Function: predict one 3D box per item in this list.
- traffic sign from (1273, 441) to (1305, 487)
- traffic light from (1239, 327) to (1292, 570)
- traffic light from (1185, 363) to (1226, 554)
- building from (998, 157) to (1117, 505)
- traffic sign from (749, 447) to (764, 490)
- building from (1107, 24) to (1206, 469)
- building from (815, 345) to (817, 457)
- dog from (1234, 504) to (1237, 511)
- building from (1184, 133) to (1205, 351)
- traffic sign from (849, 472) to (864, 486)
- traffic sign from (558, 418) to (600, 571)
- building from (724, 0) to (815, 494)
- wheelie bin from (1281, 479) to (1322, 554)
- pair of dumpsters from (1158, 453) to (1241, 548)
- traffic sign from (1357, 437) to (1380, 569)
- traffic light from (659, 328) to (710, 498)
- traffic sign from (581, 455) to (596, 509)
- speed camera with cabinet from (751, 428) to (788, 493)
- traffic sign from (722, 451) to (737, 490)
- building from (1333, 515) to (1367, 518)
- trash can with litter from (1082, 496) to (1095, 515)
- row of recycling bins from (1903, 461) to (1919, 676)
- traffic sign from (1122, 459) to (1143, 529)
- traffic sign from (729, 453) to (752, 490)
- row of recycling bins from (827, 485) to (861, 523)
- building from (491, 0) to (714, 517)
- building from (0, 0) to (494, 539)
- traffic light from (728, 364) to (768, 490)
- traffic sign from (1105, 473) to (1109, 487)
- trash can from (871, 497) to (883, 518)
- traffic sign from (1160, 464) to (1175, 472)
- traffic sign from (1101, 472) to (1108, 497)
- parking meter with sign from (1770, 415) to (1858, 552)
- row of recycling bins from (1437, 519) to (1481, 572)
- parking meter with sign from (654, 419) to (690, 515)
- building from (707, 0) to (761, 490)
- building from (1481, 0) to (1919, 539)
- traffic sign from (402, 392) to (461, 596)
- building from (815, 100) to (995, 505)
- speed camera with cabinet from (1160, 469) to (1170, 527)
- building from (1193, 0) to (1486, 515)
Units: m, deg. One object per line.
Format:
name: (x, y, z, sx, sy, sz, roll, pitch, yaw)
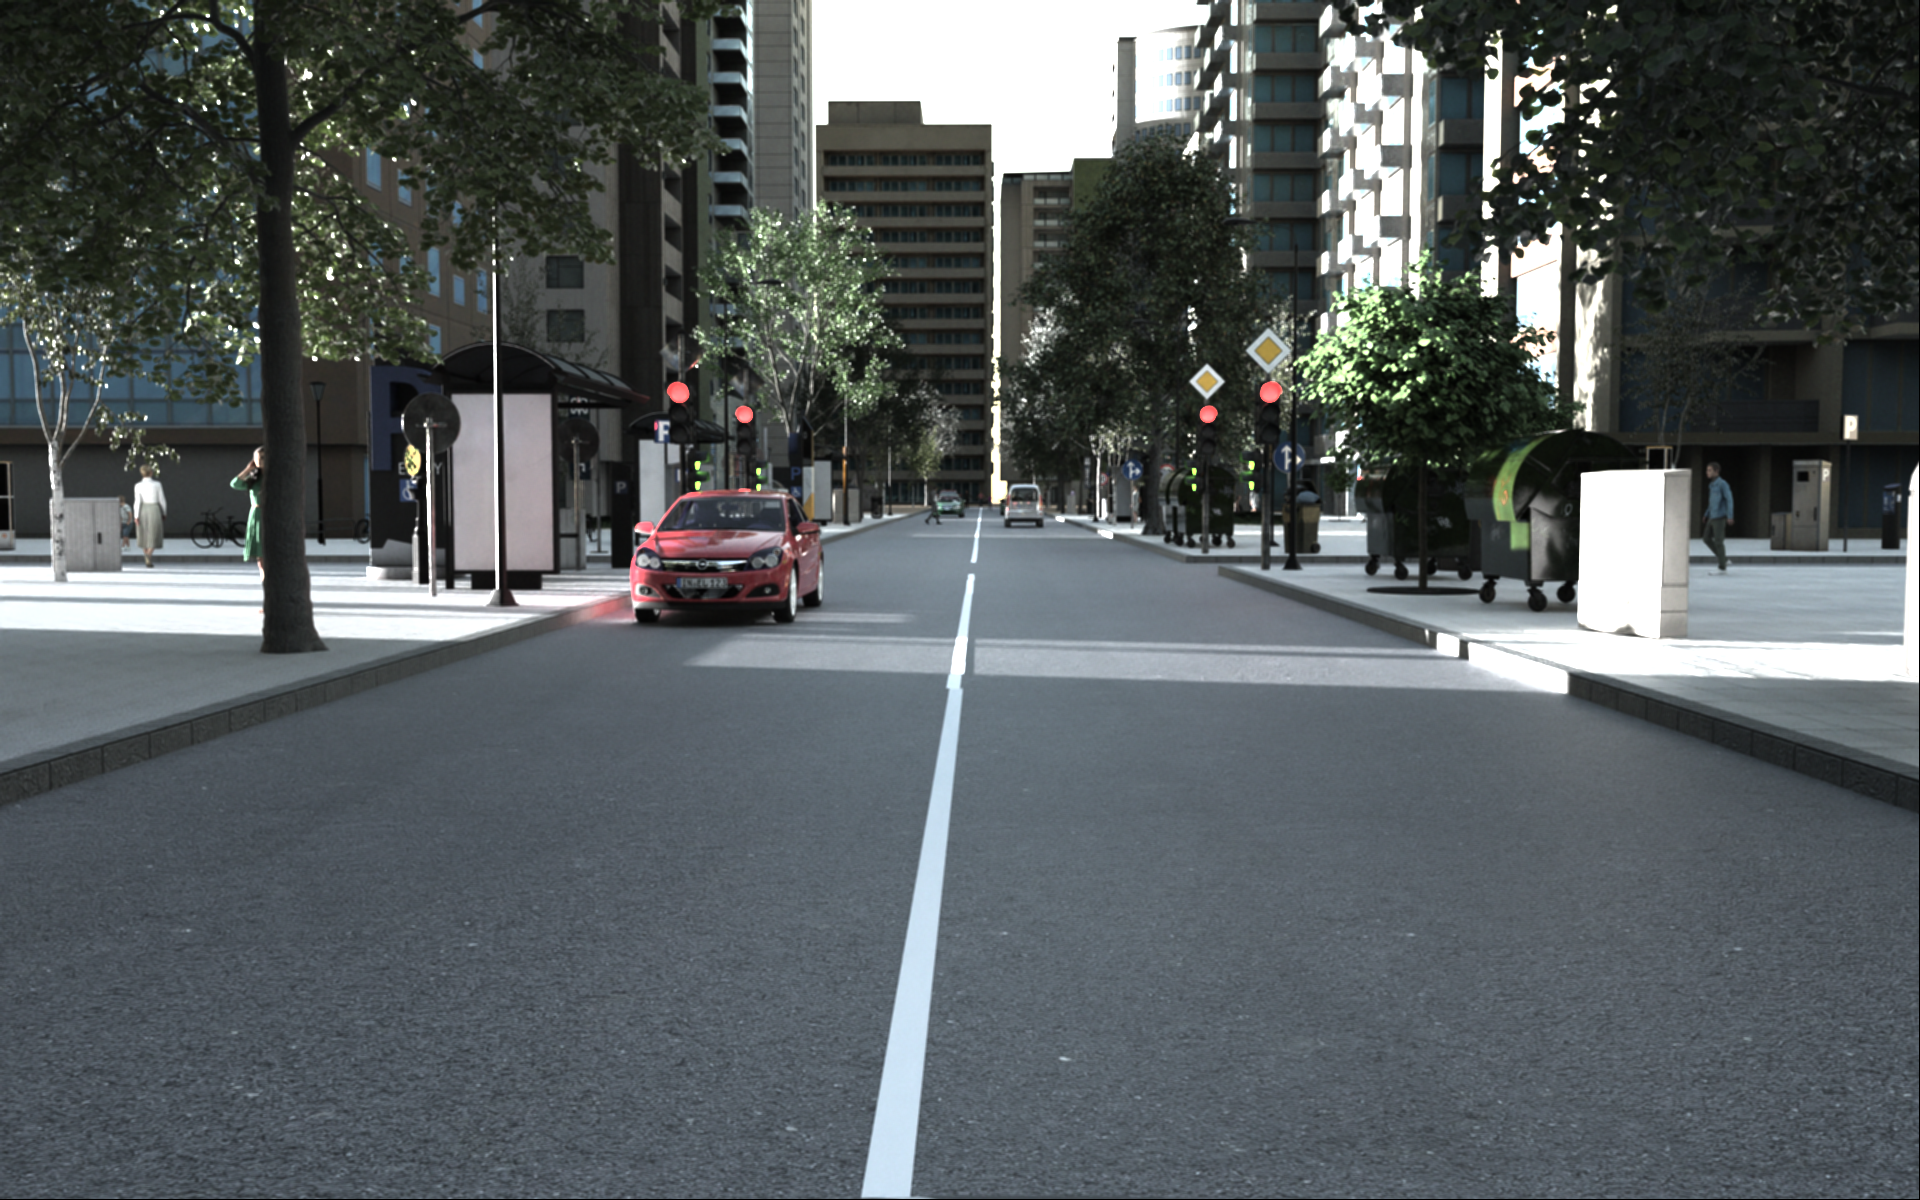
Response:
traffic sign: (7.967, -2.561, 41.979, 0.768, 2.556, 0.104, 0, 4, 5)
traffic light: (5.169, -2.469, 29.290, 0.839, 4.253, 0.868, 0, 4, 1)
traffic light: (5.277, -2.957, 37.275, 0.839, 4.253, 0.868, 0, 4, 1)
building: (11.827, -32.386, 213.103, 14.086, 41.232, 14.154, 0, 4, 1)
traffic sign: (-5.392, -2.707, 44.372, 0.768, 2.556, 0.104, 0, 4, 6)
building: (33.022, -41.216, 215.887, 28.212, 58.520, 21.231, 0, 4, 1)
building: (-32.453, -23.032, 221.614, 28.899, 21.520, 27.650, 0, 4, 1)
dog: (15.520, -5.129, 98.234, 0.800, 0.831, 0.513, -3, 5, -44)
building: (34.770, -28.923, 164.766, 32.217, 40.220, 23.993, 0, 4, 1)
traffic sign: (-6.072, -6.233, 101.914, 0.884, 2.594, 0.081, 0, 4, 4)
traffic sign: (-6.387, -1.761, 28.901, 0.768, 2.556, 0.104, 0, 4, 2)
building: (-25.144, -44.551, 166.657, 20.611, 71.187, 20.563, 0, 4, 1)
wheelie bin: (7.374, -1.803, 37.394, 0.693, 1.594, 0.980, -2, 4, -35)
pair of dumpsters: (5.918, -2.478, 43.008, 1.574, 2.255, 4.437, 0, 4, 1)
traffic sign: (7.170, -1.807, 29.655, 0.768, 2.556, 0.104, 1, 4, 8)
traffic light: (-4.691, -2.476, 29.406, 0.839, 4.253, 0.868, 0, 4, 1)
traffic sign: (-8.307, -2.326, 38.138, 0.768, 2.556, 0.104, 0, 4, 8)
speed camera with cabinet: (-5.786, -3.542, 52.244, 0.660, 3.252, 2.038, 1, 4, 14)
traffic sign: (-6.663, -3.116, 51.059, 0.768, 2.556, 0.104, 1, 4, 9)
building: (32.028, -28.987, 93.544, 23.786, 49.044, 30.456, 0, 4, 1)
trash can with litter: (7.919, -5.919, 108.156, 1.055, 1.170, 0.624, 2, 4, 31)
row of recycling bins: (7.559, -0.238, 11.001, 1.069, 1.692, 3.534, -1, 4, -15)
traffic sign: (6.290, -3.857, 63.165, 0.768, 2.556, 0.104, 1, 4, 10)
traffic sign: (-5.456, -2.505, 43.086, 0.606, 2.300, 0.079, 1, 4, 8)
row of recycling bins: (-5.282, -4.410, 79.213, 1.069, 1.692, 3.534, -1, 4, -18)
building: (-20.741, -19.370, 88.395, 14.160, 30.474, 14.107, 0, 4, 1)
building: (-23.869, -24.769, 55.080, 14.600, 45.320, 14.200, 0, 4, 1)
traffic light: (-4.584, -2.965, 37.391, 0.839, 4.253, 0.868, 0, 4, 1)
traffic sign: (8.757, -6.259, 102.436, 0.768, 2.556, 0.104, 1, 4, 10)
trash can: (-4.379, -4.876, 91.373, 0.748, 1.137, 0.748, 0, 3, 0)
traffic sign: (8.693, -4.458, 72.987, 0.768, 2.556, 0.104, 0, 4, 2)
traffic sign: (8.314, -6.216, 101.745, 0.768, 2.556, 0.104, 0, 4, 3)
parking meter with sign: (19.143, -2.610, 38.934, 0.543, 3.016, 1.738, -2, 4, -33)
row of recycling bins: (9.801, -1.346, 29.115, 3.534, 1.692, 1.069, 0, 4, -1)
parking meter with sign: (-6.517, -2.667, 39.865, 0.543, 3.016, 1.738, -2, 4, -27)
building: (-25.920, -49.776, 126.502, 22.319, 86.520, 31.000, 0, 4, 1)
building: (31.623, -24.653, 57.696, 28.867, 44.769, 22.147, 0, 4, 1)
traffic sign: (-6.641, -1.324, 21.756, 0.768, 2.556, 0.104, 0, 4, 7)
building: (-6.527, -36.273, 216.758, 21.600, 48.544, 21.300, 0, 4, 1)
speed camera with cabinet: (7.315, -4.163, 62.407, 0.660, 3.252, 2.038, 0, 4, 6)
building: (30.553, -31.643, 136.970, 23.786, 49.044, 30.456, 0, 4, 1)
